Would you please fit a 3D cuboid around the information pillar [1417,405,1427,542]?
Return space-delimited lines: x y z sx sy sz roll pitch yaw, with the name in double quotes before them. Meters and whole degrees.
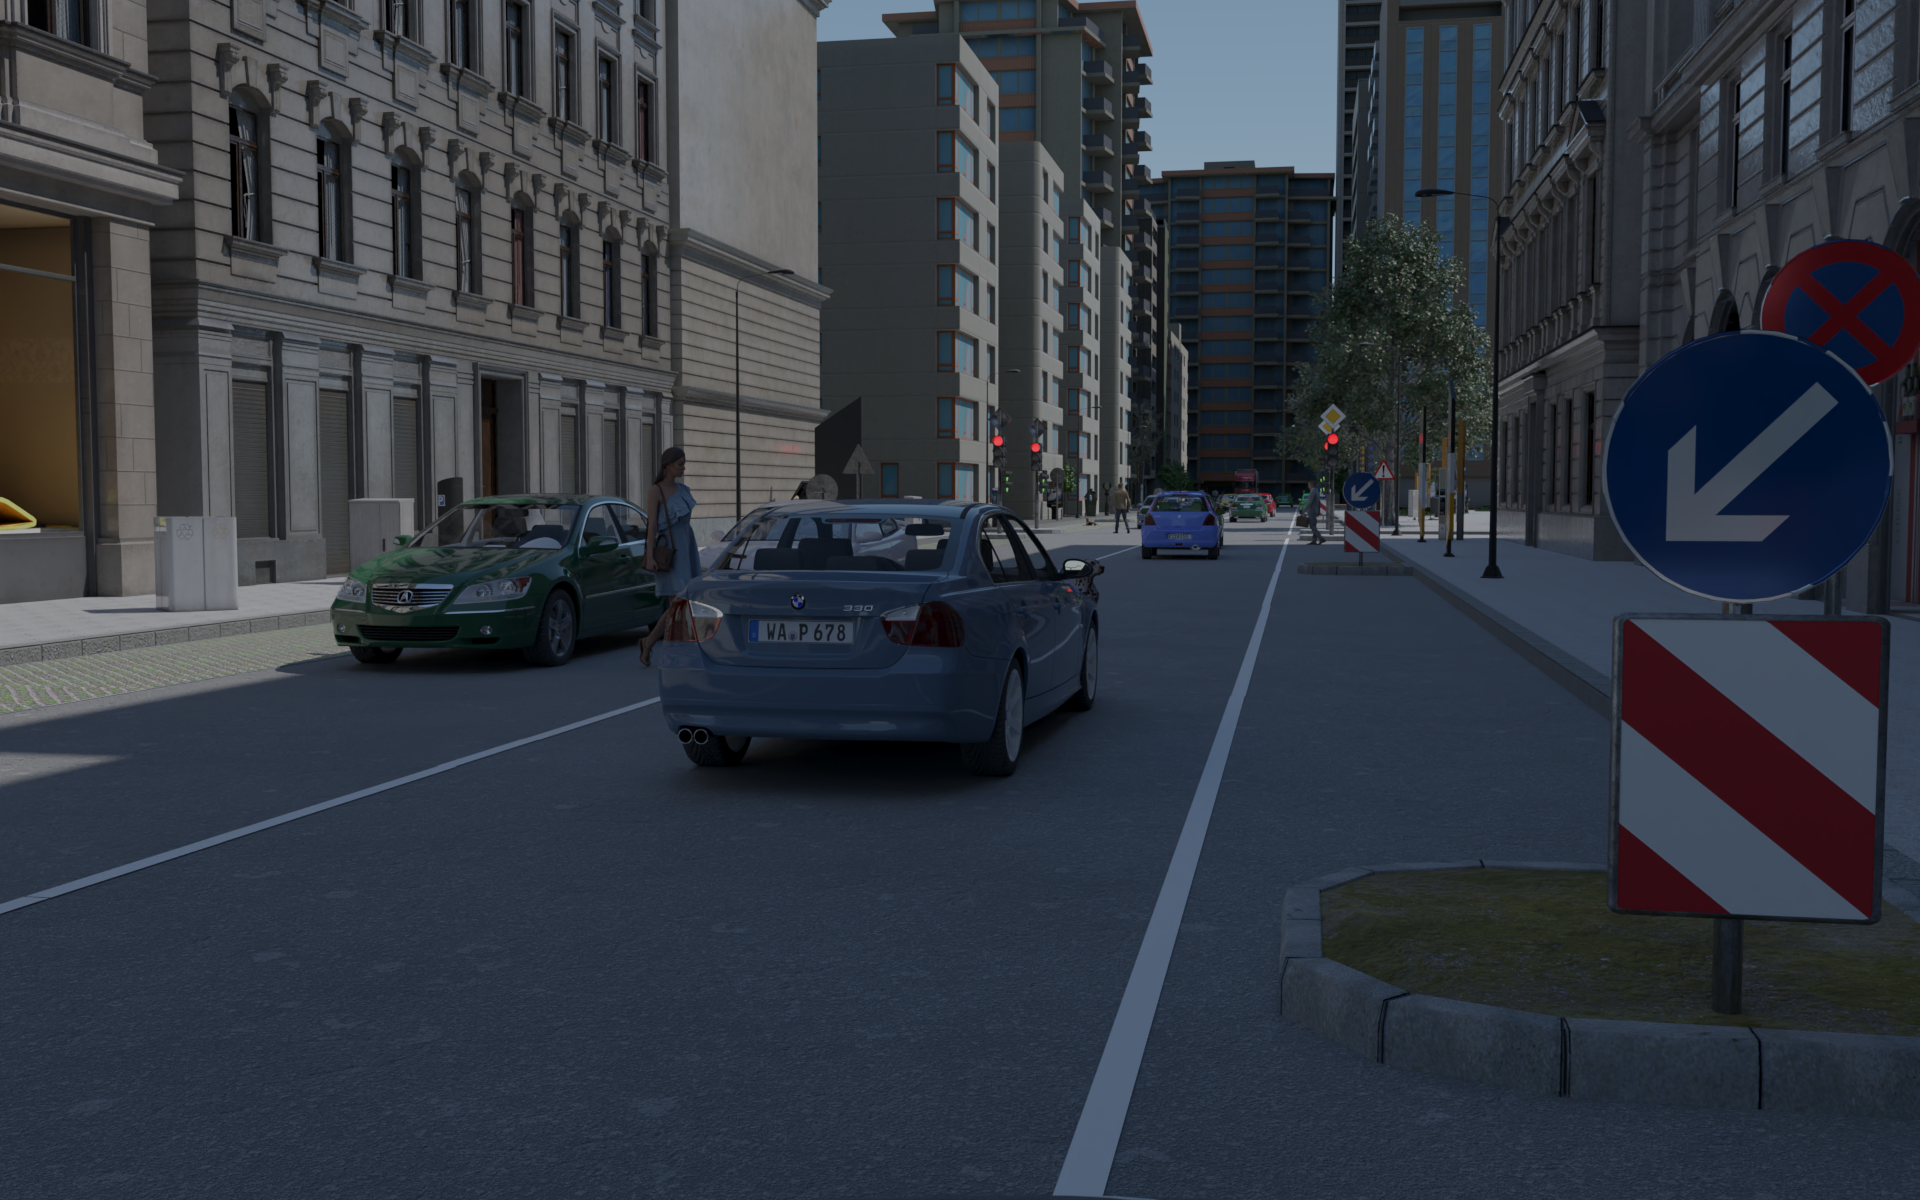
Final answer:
"information pillar" 12.293 -3.346 46.057 0.183 3.616 0.504 0 4 3

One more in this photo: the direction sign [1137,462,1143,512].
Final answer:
"direction sign" 12.872 -8.075 124.020 0.379 3.537 0.876 -1 4 -21

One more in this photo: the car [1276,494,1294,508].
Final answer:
"car" 34.702 -10.778 185.020 1.959 1.807 4.718 1 4 12

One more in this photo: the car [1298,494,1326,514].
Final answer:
"car" 25.300 -7.073 124.447 1.959 1.807 4.718 1 4 11

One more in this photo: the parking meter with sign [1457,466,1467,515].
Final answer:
"parking meter with sign" 30.921 -6.766 106.891 0.543 3.016 1.738 1 4 18

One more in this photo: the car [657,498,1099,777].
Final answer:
"car" -0.284 0.110 10.208 2.014 1.417 4.499 1 4 13

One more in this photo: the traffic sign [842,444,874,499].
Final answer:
"traffic sign" -2.665 -2.767 45.245 0.884 2.594 0.081 1 4 17

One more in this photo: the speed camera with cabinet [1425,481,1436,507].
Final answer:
"speed camera with cabinet" 34.218 -7.996 125.075 0.660 3.252 2.038 -1 4 -11

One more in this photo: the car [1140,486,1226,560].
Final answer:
"car" 5.031 -1.812 39.220 1.945 1.707 3.694 1 4 9

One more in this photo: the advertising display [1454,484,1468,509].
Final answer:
"advertising display" 33.471 -6.770 115.897 0.974 1.923 0.123 2 4 34

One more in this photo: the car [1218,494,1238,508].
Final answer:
"car" 21.965 -7.965 140.447 2.015 1.641 3.980 1 4 12

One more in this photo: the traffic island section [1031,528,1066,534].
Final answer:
"traffic island section" 2.802 -2.541 63.823 2.009 0.180 2.903 1 4 11

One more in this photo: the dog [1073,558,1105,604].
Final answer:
"dog" 1.179 -0.005 16.918 0.513 0.831 0.800 1 4 8

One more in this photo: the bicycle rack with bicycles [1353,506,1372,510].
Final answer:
"bicycle rack with bicycles" 28.576 -6.599 121.275 2.925 0.926 2.852 0 4 -5

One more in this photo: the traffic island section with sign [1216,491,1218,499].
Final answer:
"traffic island section with sign" 28.068 -11.097 190.059 1.989 1.847 2.006 1 4 11

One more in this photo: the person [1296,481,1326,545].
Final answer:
"person" 9.947 -2.463 48.896 0.853 1.813 0.709 2 4 24

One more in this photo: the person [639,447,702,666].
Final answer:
"person" -2.371 -0.332 14.018 0.778 1.811 0.616 2 4 35

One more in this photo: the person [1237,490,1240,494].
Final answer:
"person" 28.192 -10.182 175.115 0.705 1.807 1.348 0 4 1

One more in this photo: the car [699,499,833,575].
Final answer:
"car" -1.779 -0.503 20.587 2.083 1.381 4.827 1 4 13

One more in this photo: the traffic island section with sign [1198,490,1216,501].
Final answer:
"traffic island section with sign" 22.860 -9.479 163.610 1.989 1.847 2.006 1 4 11

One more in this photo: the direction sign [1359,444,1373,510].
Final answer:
"direction sign" 18.238 -5.251 77.855 0.876 3.537 0.379 -2 4 -33

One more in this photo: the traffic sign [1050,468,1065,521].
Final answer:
"traffic sign" 4.670 -5.086 83.263 0.768 2.556 0.104 1 4 18

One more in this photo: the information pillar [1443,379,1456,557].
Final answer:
"information pillar" 9.988 -2.684 35.243 0.183 3.616 0.504 1 4 8

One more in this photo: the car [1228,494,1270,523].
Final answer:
"car" 14.791 -4.704 88.707 2.131 1.459 4.920 1 4 12

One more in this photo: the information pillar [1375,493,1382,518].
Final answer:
"information pillar" 21.294 -5.106 87.972 0.304 2.012 0.304 2 4 30

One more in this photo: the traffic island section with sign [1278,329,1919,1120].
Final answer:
"traffic island section with sign" 1.941 0.223 4.976 1.989 1.847 2.006 1 4 11

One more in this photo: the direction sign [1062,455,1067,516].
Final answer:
"direction sign" 6.005 -6.549 99.073 0.379 3.537 0.876 0 4 6

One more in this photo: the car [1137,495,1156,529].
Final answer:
"car" 8.414 -3.675 72.090 2.014 1.417 4.499 1 4 12

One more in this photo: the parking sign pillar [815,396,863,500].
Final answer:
"parking sign pillar" -3.346 -3.627 47.767 1.447 3.967 1.447 0 4 0

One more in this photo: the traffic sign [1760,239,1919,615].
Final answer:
"traffic sign" 4.435 -0.530 8.766 0.768 2.556 0.104 1 4 17

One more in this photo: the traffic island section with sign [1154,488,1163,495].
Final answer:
"traffic island section with sign" 13.176 -6.483 114.632 1.989 1.847 2.006 1 4 11

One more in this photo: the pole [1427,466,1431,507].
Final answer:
"pole" 32.241 -7.663 119.140 0.158 3.312 0.155 0 3 0

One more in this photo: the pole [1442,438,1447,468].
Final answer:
"pole" 17.479 -4.204 62.577 0.158 3.312 0.155 0 3 0

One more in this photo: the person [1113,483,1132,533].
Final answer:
"person" 5.917 -3.345 63.102 0.656 1.842 0.836 -2 4 -35

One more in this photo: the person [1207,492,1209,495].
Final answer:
"person" 31.194 -12.795 218.426 0.721 1.735 1.217 -1 4 -23

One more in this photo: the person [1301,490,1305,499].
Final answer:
"person" 29.954 -8.691 151.143 0.434 1.755 0.990 2 4 27

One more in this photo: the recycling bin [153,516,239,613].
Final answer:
"recycling bin" -8.470 -0.406 19.199 0.722 1.027 0.722 -3 4 -36

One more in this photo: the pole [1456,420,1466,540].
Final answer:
"pole" 13.876 -3.311 47.974 0.158 3.312 0.155 0 3 0

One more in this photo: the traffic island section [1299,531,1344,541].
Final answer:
"traffic island section" 11.596 -1.937 53.949 2.009 0.180 2.903 1 4 11

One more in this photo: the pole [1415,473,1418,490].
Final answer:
"pole" 30.781 -7.517 116.742 0.158 3.312 0.155 0 3 0

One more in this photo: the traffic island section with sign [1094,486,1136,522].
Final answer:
"traffic island section with sign" 7.924 -4.855 88.015 1.989 1.847 2.006 1 4 11

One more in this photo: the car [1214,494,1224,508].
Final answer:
"car" 24.470 -9.019 159.256 2.131 1.459 4.920 1 4 12

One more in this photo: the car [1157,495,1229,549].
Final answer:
"car" 6.181 -2.137 46.743 2.131 1.459 4.920 1 4 10

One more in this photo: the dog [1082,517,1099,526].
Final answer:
"dog" 5.862 -3.520 77.745 0.550 0.427 0.748 -2 4 -35

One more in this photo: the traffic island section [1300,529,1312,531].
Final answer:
"traffic island section" 13.143 -2.416 61.783 2.009 0.180 2.903 1 4 11

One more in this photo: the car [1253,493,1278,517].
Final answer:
"car" 18.861 -6.098 108.746 2.155 1.783 4.494 1 4 13

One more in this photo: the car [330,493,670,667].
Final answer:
"car" -3.927 -0.257 15.994 2.131 1.459 4.920 1 4 11

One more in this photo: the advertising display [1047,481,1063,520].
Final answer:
"advertising display" 4.761 -4.994 86.869 0.974 1.923 0.123 3 5 42

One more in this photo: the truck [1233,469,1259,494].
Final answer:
"truck" 32.494 -12.688 196.361 2.839 4.237 11.283 1 4 11

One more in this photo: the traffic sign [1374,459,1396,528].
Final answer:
"traffic sign" 15.795 -3.953 64.629 0.884 2.594 0.081 1 4 17

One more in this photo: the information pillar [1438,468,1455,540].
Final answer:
"information pillar" 13.503 -2.665 48.066 0.304 2.012 0.304 -2 4 -27

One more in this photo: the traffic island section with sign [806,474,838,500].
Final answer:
"traffic island section with sign" -2.794 -1.537 33.763 1.989 1.847 2.006 1 4 11
